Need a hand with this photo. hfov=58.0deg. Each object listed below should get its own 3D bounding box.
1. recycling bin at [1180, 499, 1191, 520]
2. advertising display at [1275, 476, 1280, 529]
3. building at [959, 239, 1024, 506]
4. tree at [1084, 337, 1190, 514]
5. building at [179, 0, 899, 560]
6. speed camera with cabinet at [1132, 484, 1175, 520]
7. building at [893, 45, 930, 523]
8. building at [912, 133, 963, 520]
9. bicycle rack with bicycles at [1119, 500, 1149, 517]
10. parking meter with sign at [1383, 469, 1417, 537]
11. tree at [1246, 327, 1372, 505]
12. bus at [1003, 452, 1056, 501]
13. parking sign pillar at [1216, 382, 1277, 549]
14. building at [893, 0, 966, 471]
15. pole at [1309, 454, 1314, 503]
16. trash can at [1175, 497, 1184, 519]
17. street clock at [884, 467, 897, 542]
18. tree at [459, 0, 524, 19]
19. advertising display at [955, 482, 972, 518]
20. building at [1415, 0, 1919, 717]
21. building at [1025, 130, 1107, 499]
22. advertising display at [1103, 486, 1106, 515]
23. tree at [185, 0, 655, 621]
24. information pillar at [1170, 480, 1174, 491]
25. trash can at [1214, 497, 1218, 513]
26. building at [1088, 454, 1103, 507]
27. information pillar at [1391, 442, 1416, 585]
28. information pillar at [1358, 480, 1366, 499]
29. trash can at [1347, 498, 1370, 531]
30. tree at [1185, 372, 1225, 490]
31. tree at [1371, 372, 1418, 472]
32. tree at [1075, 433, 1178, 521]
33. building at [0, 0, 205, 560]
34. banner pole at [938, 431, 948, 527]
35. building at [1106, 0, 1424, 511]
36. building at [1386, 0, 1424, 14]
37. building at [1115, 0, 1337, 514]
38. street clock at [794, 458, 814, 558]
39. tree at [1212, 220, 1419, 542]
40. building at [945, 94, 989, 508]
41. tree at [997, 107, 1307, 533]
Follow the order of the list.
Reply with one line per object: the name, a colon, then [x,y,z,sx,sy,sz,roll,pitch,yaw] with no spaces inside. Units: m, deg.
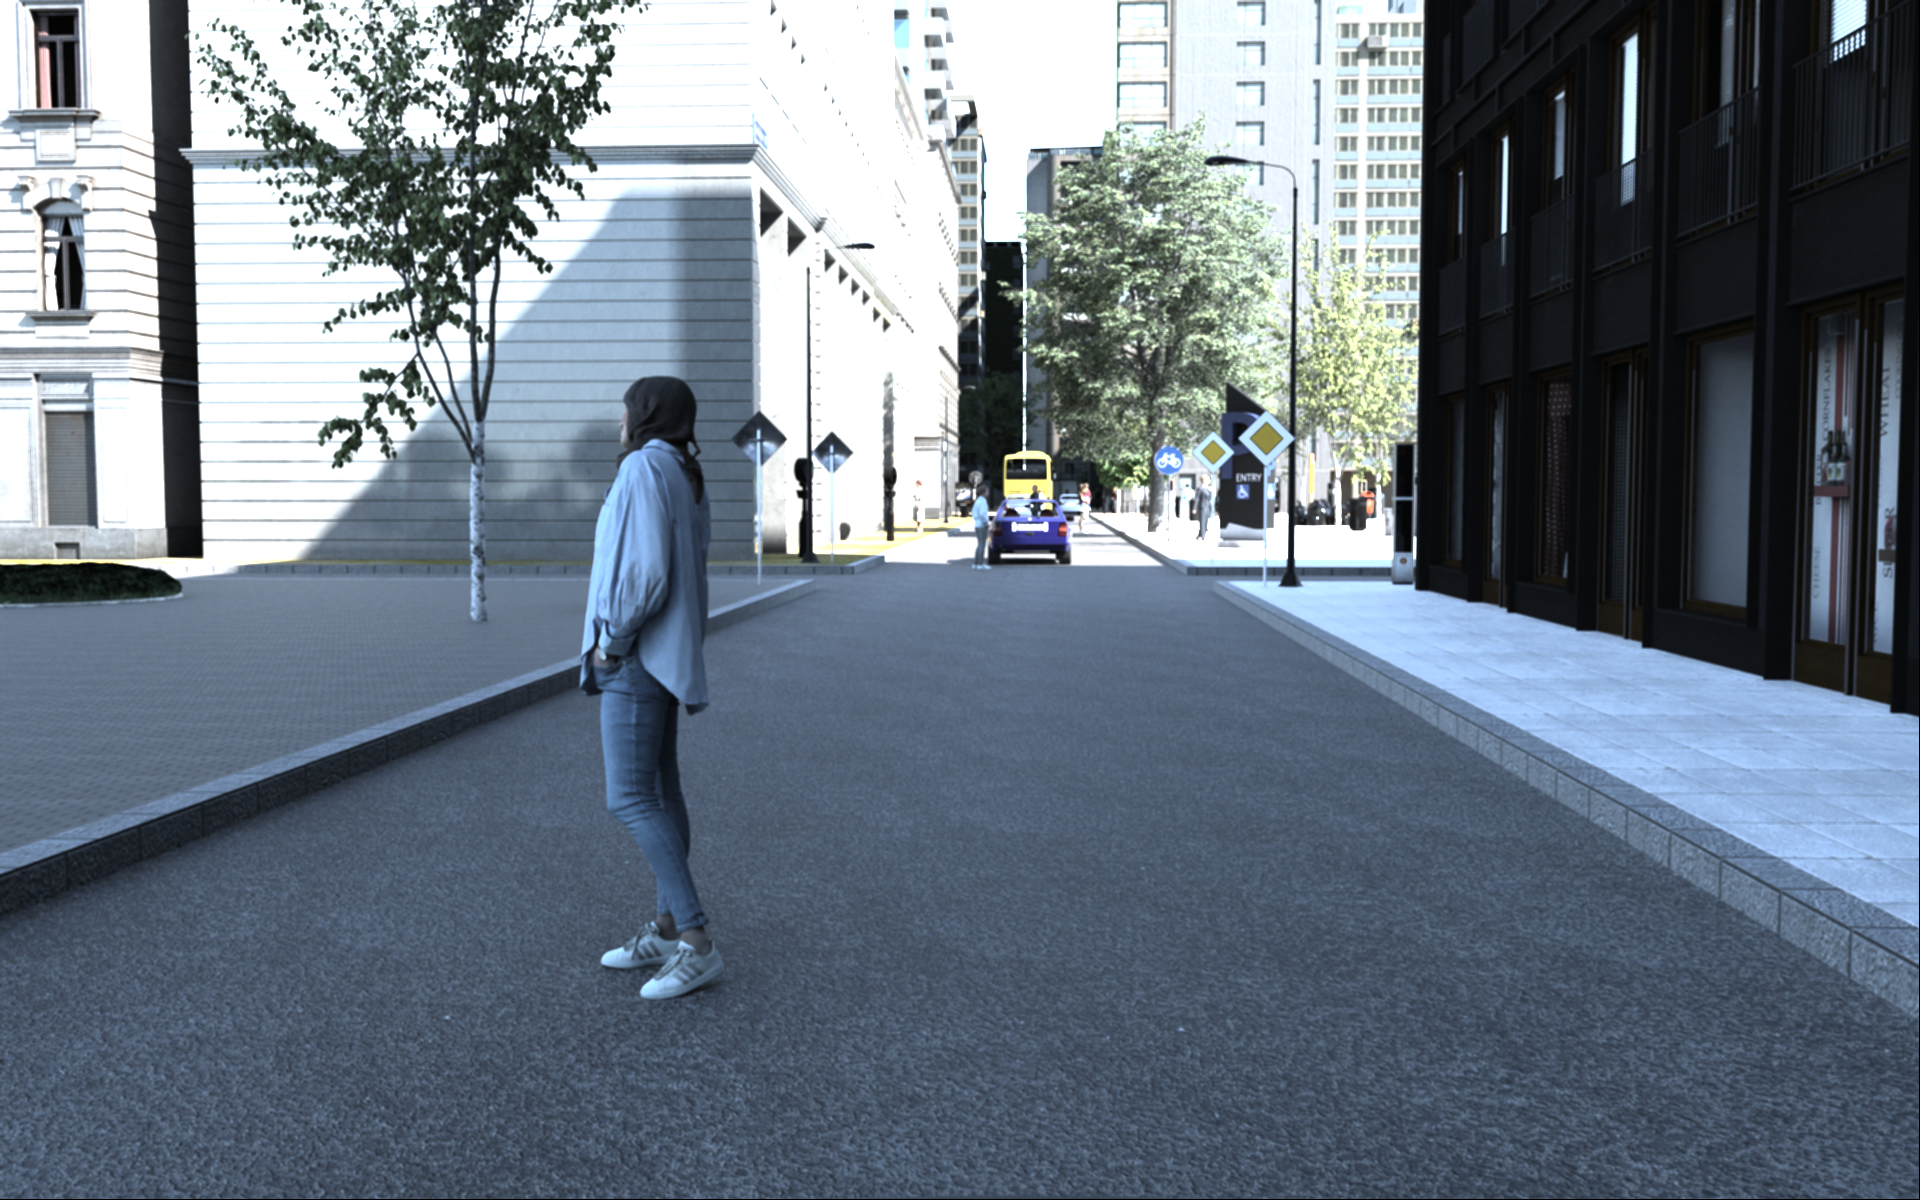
recycling bin: [11.575,-4.581,87.451,0.722,1.027,0.722,3,5,41]
advertising display: [11.287,-3.572,63.608,0.974,1.923,0.123,2,4,35]
building: [0.349,-26.138,199.060,14.107,30.474,14.160,0,4,3]
tree: [8.674,-7.739,76.888,4.737,8.622,4.395,0,3,0]
building: [-8.545,-16.515,47.506,11.434,29.767,29.804,0,4,3]
speed camera with cabinet: [9.595,-5.601,85.915,2.038,3.252,0.660,0,4,-7]
building: [-7.803,-14.574,74.443,11.583,22.565,21.152,0,4,3]
building: [-5.192,-14.979,94.052,9.793,20.994,18.267,0,4,3]
bicycle rack with bicycles: [10.099,-5.157,97.697,2.852,0.926,2.925,0,4,-2]
parking meter with sign: [13.664,-3.417,52.128,1.738,3.016,0.543,0,4,0]
tree: [14.622,-7.608,74.753,4.360,8.622,3.978,0,3,0]
bus: [4.000,-6.609,99.612,2.896,3.916,12.252,0,4,4]
parking sign pillar: [6.823,-3.220,41.115,1.447,3.967,1.447,3,5,40]
building: [-11.854,-30.763,122.585,23.786,49.044,30.456,0,4,3]
pole: [17.730,-5.722,87.394,0.158,3.312,0.155,0,3,0]
trash can: [11.504,-4.801,90.154,0.748,1.137,0.748,0,3,0]
street clock: [-1.877,-2.581,46.766,0.358,2.002,0.471,1,4,17]
tree: [-5.005,-5.897,6.788,12.009,13.543,11.850,0,3,0]
advertising display: [0.206,-5.351,92.701,0.974,1.923,0.123,2,4,26]
building: [11.813,-11.292,14.298,12.332,23.373,15.834,0,4,3]
building: [14.405,-31.437,197.593,14.086,41.232,14.154,0,4,3]
advertising display: [8.805,-6.135,105.514,0.123,1.923,0.974,0,4,1]
tree: [-5.098,-4.103,17.441,4.737,8.622,4.395,0,3,0]
information pillar: [10.682,-5.098,87.844,0.304,2.012,0.304,0,4,3]
trash can: [15.079,-5.464,100.982,0.748,1.137,0.748,0,3,0]
building: [23.726,-52.037,163.482,22.319,86.520,31.000,0,4,3]
information pillar: [6.302,-1.231,24.613,0.304,2.012,0.304,1,4,11]
information pillar: [21.536,-5.399,92.762,0.304,2.012,0.304,-2,4,-25]
trash can: [13.703,-2.932,59.590,0.748,1.137,0.748,0,3,0]
tree: [14.159,-8.864,95.287,4.360,8.622,3.978,0,3,0]
tree: [25.944,-9.318,102.707,4.360,8.622,3.978,0,3,0]
tree: [8.708,-6.711,93.440,4.285,4.588,4.351,0,3,0]
building: [-24.632,-11.556,38.086,18.267,20.994,9.793,0,4,3]
banner pole: [-0.625,-4.805,68.581,0.401,3.779,0.863,1,4,10]
building: [27.789,-27.205,136.683,32.217,40.220,23.993,0,4,3]
building: [60.791,-46.505,198.615,20.611,71.187,20.563,0,4,3]
building: [17.532,-26.578,118.137,14.154,41.232,14.086,0,4,3]
street clock: [-3.142,-1.863,35.029,0.358,2.002,0.471,1,4,22]
tree: [9.876,-5.837,45.798,4.737,8.622,4.395,0,3,0]
building: [-9.370,-29.010,166.189,23.993,40.220,32.217,0,4,3]
tree: [6.389,-9.188,56.880,9.857,13.997,8.962,0,3,0]
